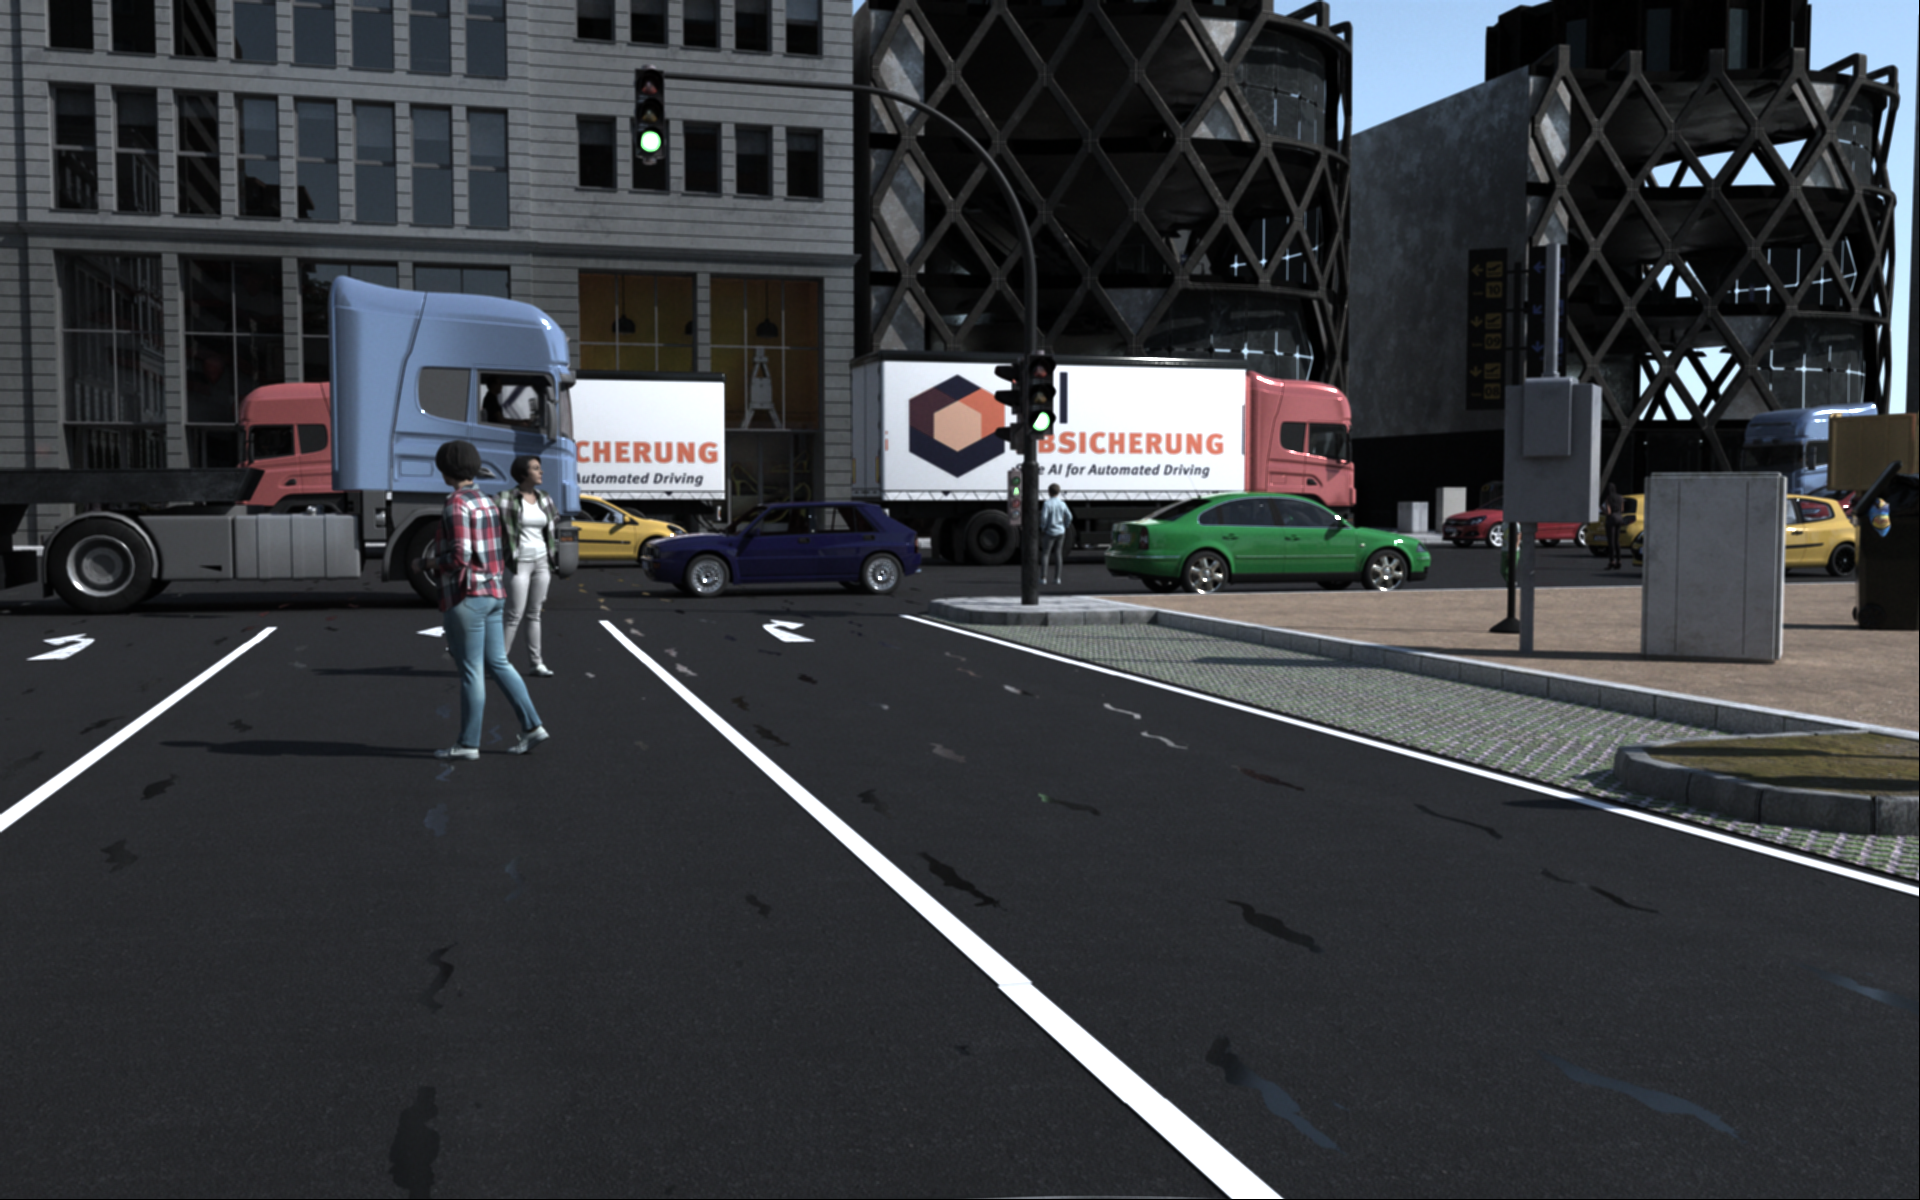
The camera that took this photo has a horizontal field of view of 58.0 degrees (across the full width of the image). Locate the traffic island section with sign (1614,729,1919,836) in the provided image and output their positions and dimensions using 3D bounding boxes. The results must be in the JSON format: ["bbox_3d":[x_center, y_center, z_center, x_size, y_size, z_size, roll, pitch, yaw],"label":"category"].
[{"bbox_3d":[4.281,0.028,8.164,1.989,1.847,2.006,-1,4,-16],"label":"traffic island section with sign"}]

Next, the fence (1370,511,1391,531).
[{"bbox_3d":[14.663,-2.756,60.431,0.278,0.683,2.069,0,4,-7],"label":"fence"}]

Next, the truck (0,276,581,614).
[{"bbox_3d":[-13.441,-1.881,20.520,18.799,4.110,2.967,-1,4,-18],"label":"truck"}]

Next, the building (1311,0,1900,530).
[{"bbox_3d":[24.896,-12.077,64.906,16.811,18.784,16.820,-1,4,-16],"label":"building"}]

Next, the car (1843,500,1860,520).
[{"bbox_3d":[23.143,-1.894,43.540,3.894,1.354,1.945,-1,4,-16],"label":"car"}]

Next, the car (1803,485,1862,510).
[{"bbox_3d":[24.699,-2.400,47.918,5.304,1.827,2.281,-1,4,-17],"label":"car"}]

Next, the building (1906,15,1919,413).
[{"bbox_3d":[47.669,-12.972,66.849,16.860,20.320,10.420,-1,4,-16],"label":"building"}]

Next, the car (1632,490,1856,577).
[{"bbox_3d":[13.733,-1.227,30.286,3.980,1.641,2.015,-1,4,-16],"label":"car"}]

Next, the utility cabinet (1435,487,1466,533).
[{"bbox_3d":[16.029,-2.931,56.600,1.173,1.500,0.318,-3,4,-36],"label":"utility cabinet"}]

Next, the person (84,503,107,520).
[{"bbox_3d":[-19.459,-1.819,39.043,0.445,1.727,0.742,0,4,1],"label":"person"}]

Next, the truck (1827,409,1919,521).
[{"bbox_3d":[23.126,-2.483,36.521,9.791,3.379,3.469,-1,4,-17],"label":"truck"}]

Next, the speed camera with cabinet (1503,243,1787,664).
[{"bbox_3d":[5.385,-1.180,13.636,2.038,3.252,0.660,2,4,27],"label":"speed camera with cabinet"}]

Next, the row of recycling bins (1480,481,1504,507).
[{"bbox_3d":[16.774,-2.830,53.388,1.069,1.692,3.534,0,4,7],"label":"row of recycling bins"}]

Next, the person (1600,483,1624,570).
[{"bbox_3d":[12.370,-1.401,32.883,0.415,1.643,0.593,1,4,22],"label":"person"}]

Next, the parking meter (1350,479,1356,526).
[{"bbox_3d":[15.238,-3.790,67.677,0.399,1.863,0.255,1,4,14],"label":"parking meter"}]

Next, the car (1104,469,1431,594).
[{"bbox_3d":[4.451,-0.979,24.795,4.718,1.807,1.959,-1,4,-15],"label":"car"}]

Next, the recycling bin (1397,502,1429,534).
[{"bbox_3d":[14.763,-2.685,56.456,0.722,1.027,0.722,-2,4,-27],"label":"recycling bin"}]

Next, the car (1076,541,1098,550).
[{"bbox_3d":[4.424,-2.025,45.469,4.827,1.381,2.083,-1,4,-17],"label":"car"}]

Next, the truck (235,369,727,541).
[{"bbox_3d":[-11.106,-3.092,39.474,11.283,4.237,2.839,-1,4,-17],"label":"truck"}]

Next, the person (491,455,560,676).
[{"bbox_3d":[-3.418,-0.264,13.548,0.376,1.734,0.841,3,5,44],"label":"person"}]

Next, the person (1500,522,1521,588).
[{"bbox_3d":[7.622,-0.685,23.952,0.306,1.304,0.590,2,4,34],"label":"person"}]

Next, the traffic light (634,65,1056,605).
[{"bbox_3d":[-1.206,-2.728,19.272,4.771,5.953,1.251,-1,4,-16],"label":"traffic light"}]

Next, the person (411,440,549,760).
[{"bbox_3d":[-2.607,-0.002,9.375,0.643,1.720,0.563,1,4,10],"label":"person"}]

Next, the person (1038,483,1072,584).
[{"bbox_3d":[1.502,-1.067,27.749,0.589,1.601,0.330,-1,4,-18],"label":"person"}]

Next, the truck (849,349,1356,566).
[{"bbox_3d":[3.433,-2.906,36.420,11.283,4.237,2.839,-1,4,-17],"label":"truck"}]

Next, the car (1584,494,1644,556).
[{"bbox_3d":[16.400,-1.808,39.792,3.980,1.641,2.015,-1,4,-17],"label":"car"}]

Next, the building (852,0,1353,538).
[{"bbox_3d":[3.811,-11.604,57.180,16.811,18.784,16.820,-1,4,-16],"label":"building"}]

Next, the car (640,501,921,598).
[{"bbox_3d":[-2.593,-0.757,24.965,3.894,1.354,1.945,-1,4,-18],"label":"car"}]

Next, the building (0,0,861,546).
[{"bbox_3d":[-18.602,-16.600,48.907,29.804,29.767,11.434,-1,4,-16],"label":"building"}]

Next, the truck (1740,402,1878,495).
[{"bbox_3d":[31.996,-3.891,53.373,18.799,4.110,2.967,-1,4,-16],"label":"truck"}]

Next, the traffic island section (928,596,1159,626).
[{"bbox_3d":[0.820,0.132,20.116,2.009,0.180,2.903,-1,4,-16],"label":"traffic island section"}]

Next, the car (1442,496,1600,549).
[{"bbox_3d":[15.132,-2.299,46.634,4.494,1.783,2.155,-1,4,-17],"label":"car"}]

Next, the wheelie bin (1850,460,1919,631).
[{"bbox_3d":[8.894,-0.527,16.524,0.693,1.594,0.980,2,4,23],"label":"wheelie bin"}]

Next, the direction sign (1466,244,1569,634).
[{"bbox_3d":[5.117,-1.467,15.978,0.876,3.537,0.379,1,4,23],"label":"direction sign"}]

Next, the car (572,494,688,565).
[{"bbox_3d":[-7.274,-1.457,34.041,3.980,1.641,2.015,-1,4,-17],"label":"car"}]
